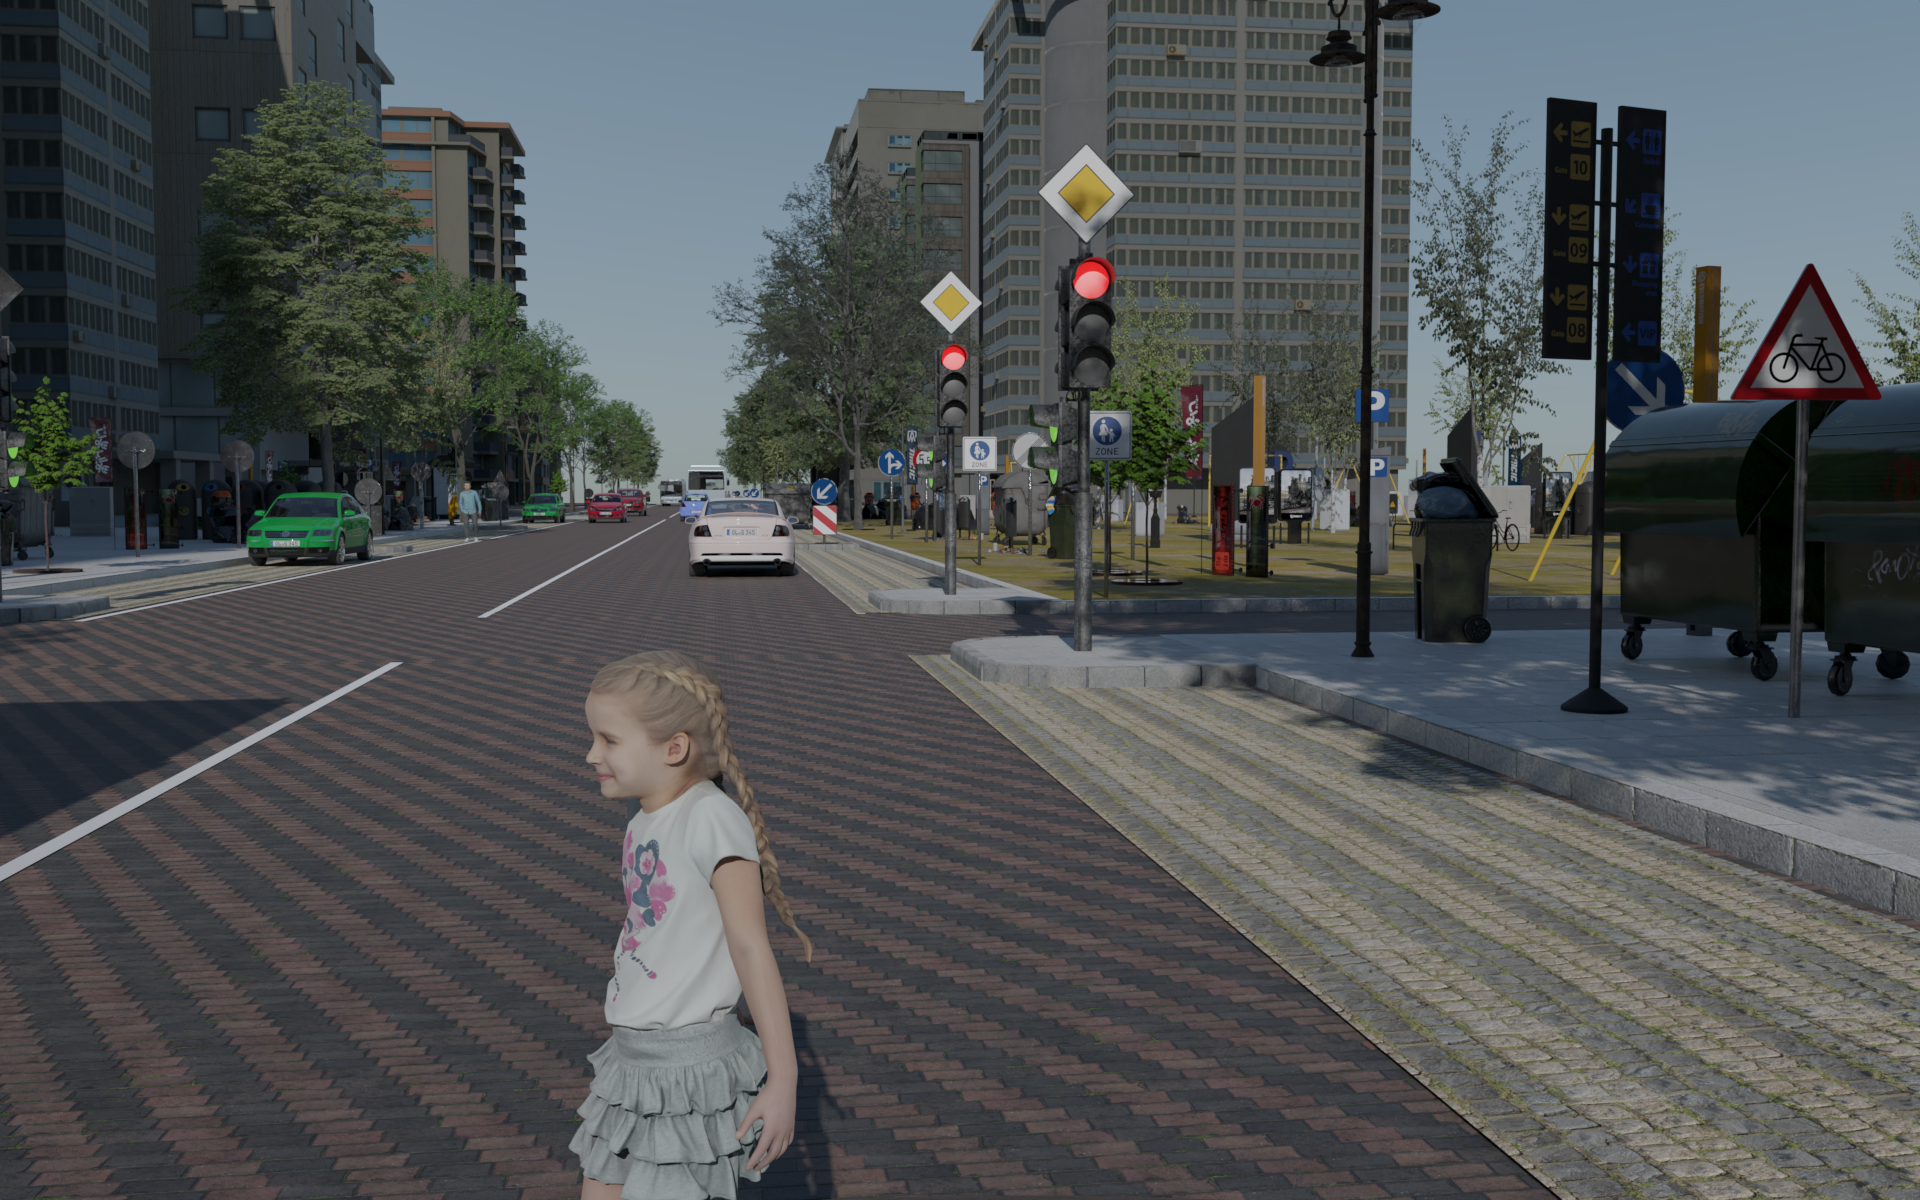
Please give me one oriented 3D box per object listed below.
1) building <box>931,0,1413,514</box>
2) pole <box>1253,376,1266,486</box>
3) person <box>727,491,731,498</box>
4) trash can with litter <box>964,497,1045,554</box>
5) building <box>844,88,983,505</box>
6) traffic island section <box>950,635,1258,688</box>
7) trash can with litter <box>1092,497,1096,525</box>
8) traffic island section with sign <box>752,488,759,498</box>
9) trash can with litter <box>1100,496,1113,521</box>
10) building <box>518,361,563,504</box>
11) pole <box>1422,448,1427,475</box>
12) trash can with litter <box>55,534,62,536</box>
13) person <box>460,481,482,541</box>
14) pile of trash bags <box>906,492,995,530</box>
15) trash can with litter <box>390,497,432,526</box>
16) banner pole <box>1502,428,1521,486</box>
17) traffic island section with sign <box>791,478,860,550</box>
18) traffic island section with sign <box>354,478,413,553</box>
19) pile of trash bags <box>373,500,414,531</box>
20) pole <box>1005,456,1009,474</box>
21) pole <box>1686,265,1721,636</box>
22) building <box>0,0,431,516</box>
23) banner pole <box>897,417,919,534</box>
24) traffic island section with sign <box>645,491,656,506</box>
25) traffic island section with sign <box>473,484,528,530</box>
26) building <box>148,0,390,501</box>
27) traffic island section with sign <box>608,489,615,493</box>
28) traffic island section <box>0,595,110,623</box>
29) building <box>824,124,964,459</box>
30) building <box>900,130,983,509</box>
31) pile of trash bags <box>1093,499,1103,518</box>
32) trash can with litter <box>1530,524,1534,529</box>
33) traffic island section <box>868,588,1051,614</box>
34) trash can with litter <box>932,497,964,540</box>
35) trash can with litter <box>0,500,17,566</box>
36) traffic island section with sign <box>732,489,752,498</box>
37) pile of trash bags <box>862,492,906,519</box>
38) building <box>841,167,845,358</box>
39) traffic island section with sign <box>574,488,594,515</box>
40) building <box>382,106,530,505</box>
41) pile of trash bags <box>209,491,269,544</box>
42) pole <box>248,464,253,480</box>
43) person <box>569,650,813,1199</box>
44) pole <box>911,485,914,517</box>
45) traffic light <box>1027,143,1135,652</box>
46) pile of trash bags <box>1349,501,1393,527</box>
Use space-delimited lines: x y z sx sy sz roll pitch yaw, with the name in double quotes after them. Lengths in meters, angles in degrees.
14.692 -26.385 123.271 32.217 40.220 23.993 0 4 -8 "building"
5.172 -2.209 29.962 0.158 3.312 0.155 0 3 0 "pole"
-27.305 -11.978 204.328 0.705 1.826 1.348 -2 4 -32 "person"
1.040 -1.636 37.805 1.678 1.210 2.233 0 4 -3 "trash can with litter"
-2.191 -35.551 204.963 21.300 48.544 21.600 0 4 -8 "building"
1.029 0.495 14.181 2.009 0.180 2.903 0 4 -8 "traffic island section"
5.003 -3.616 70.501 1.055 1.170 0.624 1 4 19 "trash can with litter"
-7.455 -3.839 71.400 1.989 1.847 2.006 0 4 -8 "traffic island section with sign"
6.933 -4.407 83.441 1.055 1.170 0.624 -1 4 -18 "trash can with litter"
-67.665 -23.399 227.608 27.650 21.520 28.899 0 4 -8 "building"
20.676 -5.096 77.159 0.158 3.312 0.155 0 3 0 "pole"
-28.516 -2.566 53.012 2.233 1.210 1.678 2 4 25 "trash can with litter"
-14.775 -2.679 52.315 0.660 1.820 0.620 0 4 -8 "person"
0.059 -3.210 62.230 3.447 1.369 1.912 -1 4 -18 "pile of trash bags"
-22.451 -3.628 70.380 2.233 1.210 1.678 -3 5 -40 "trash can with litter"
20.734 -4.606 65.326 0.863 3.779 0.401 1 4 14 "banner pole"
-3.654 -2.207 44.713 1.989 1.847 2.006 0 4 -8 "traffic island section with sign"
-14.581 -2.077 42.588 1.989 1.847 2.006 0 4 -8 "traffic island section with sign"
-20.793 -3.070 59.944 1.912 1.369 3.447 3 4 37 "pile of trash bags"
2.499 -6.015 92.183 0.158 3.312 0.155 0 3 0 "pole"
6.706 -1.331 15.612 0.158 3.312 0.155 0 3 0 "pole"
-57.267 -26.843 130.761 32.217 40.220 23.993 0 4 -8 "building"
-1.681 -4.059 56.383 0.863 3.779 0.401 -3 5 -39 "banner pole"
-40.983 -13.415 227.960 1.989 1.847 2.006 0 4 -8 "traffic island section with sign"
-18.403 -3.719 69.436 1.989 1.847 2.006 0 4 -8 "traffic island section with sign"
-50.970 -31.474 103.844 28.713 52.752 27.495 0 4 -8 "building"
-29.331 -8.408 146.093 1.989 1.847 2.006 0 4 -8 "traffic island section with sign"
-11.425 0.110 20.485 2.009 0.180 2.903 0 4 -8 "traffic island section"
-3.871 -40.047 244.007 28.713 52.752 27.495 0 4 -8 "building"
3.110 -22.622 141.565 14.160 30.474 14.107 0 4 -8 "building"
6.116 -5.015 91.743 1.912 1.369 3.447 2 4 34 "pile of trash bags"
19.970 -3.195 63.298 2.233 1.210 1.678 2 4 32 "trash can with litter"
-0.097 0.012 22.087 2.009 0.180 2.903 0 4 -8 "traffic island section"
0.015 -2.321 49.013 1.678 1.210 2.233 -2 4 -32 "trash can with litter"
-17.348 -1.190 30.841 1.055 1.170 0.624 1 4 20 "trash can with litter"
-18.202 -8.461 146.964 1.989 1.847 2.006 0 4 -8 "traffic island section with sign"
-3.377 -4.866 89.313 3.447 1.369 1.912 -3 5 -44 "pile of trash bags"
-7.771 -34.997 222.316 14.600 45.320 14.200 0 4 -8 "building"
-25.534 -6.775 119.406 1.989 1.847 2.006 0 4 -8 "traffic island section with sign"
-61.666 -33.273 198.630 22.147 44.769 28.867 0 4 -8 "building"
-19.012 -2.218 46.023 3.447 1.369 1.912 3 5 43 "pile of trash bags"
-32.329 -5.206 78.958 0.158 3.312 0.155 0 3 0 "pole"
-0.341 0.675 2.485 0.382 1.210 0.505 -3 4 -38 "person"
-2.664 -6.313 97.066 0.158 3.312 0.155 0 3 0 "pole"
0.988 -1.538 14.061 0.839 4.253 0.868 0 4 -8 "traffic light"
15.539 -3.596 68.542 1.912 1.369 3.447 -2 4 -29 "pile of trash bags"
